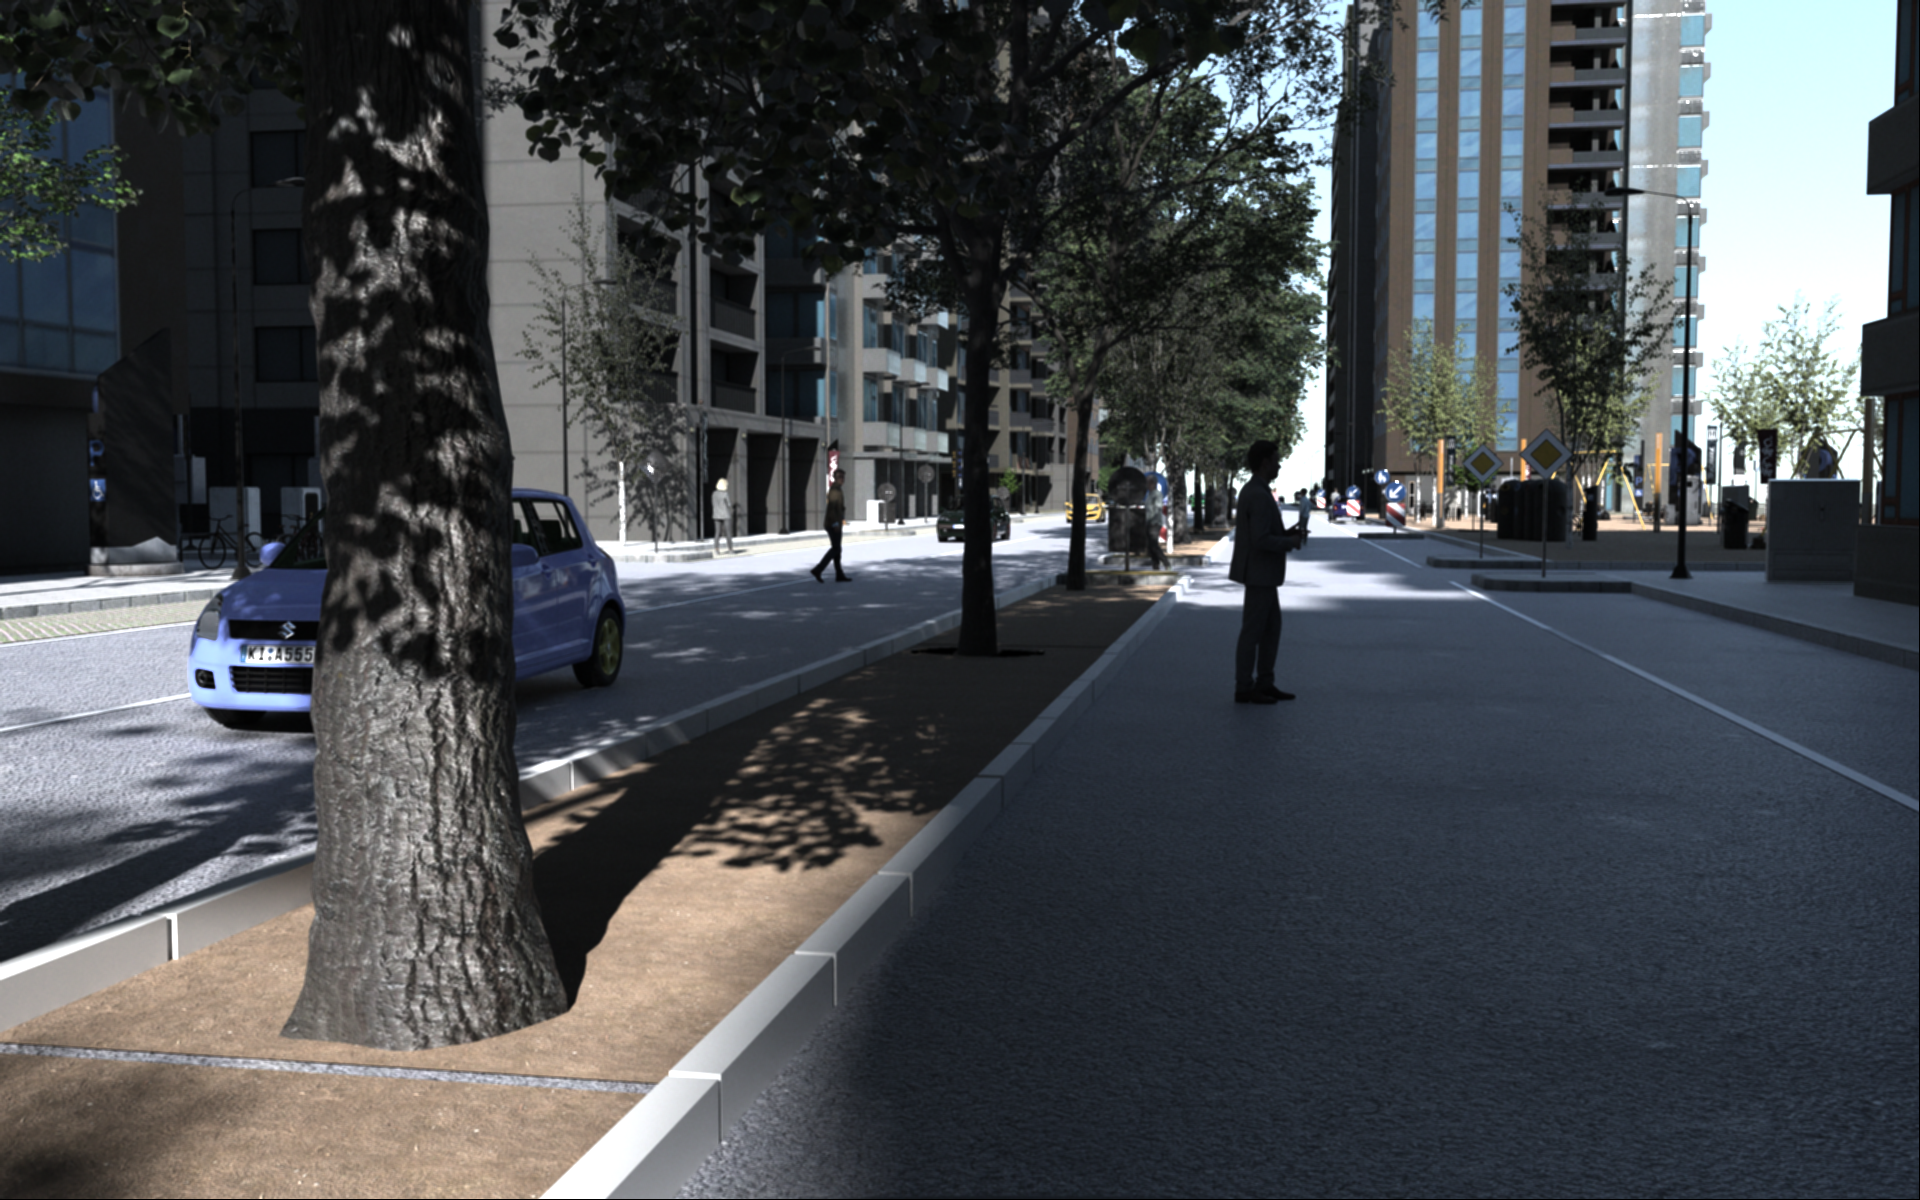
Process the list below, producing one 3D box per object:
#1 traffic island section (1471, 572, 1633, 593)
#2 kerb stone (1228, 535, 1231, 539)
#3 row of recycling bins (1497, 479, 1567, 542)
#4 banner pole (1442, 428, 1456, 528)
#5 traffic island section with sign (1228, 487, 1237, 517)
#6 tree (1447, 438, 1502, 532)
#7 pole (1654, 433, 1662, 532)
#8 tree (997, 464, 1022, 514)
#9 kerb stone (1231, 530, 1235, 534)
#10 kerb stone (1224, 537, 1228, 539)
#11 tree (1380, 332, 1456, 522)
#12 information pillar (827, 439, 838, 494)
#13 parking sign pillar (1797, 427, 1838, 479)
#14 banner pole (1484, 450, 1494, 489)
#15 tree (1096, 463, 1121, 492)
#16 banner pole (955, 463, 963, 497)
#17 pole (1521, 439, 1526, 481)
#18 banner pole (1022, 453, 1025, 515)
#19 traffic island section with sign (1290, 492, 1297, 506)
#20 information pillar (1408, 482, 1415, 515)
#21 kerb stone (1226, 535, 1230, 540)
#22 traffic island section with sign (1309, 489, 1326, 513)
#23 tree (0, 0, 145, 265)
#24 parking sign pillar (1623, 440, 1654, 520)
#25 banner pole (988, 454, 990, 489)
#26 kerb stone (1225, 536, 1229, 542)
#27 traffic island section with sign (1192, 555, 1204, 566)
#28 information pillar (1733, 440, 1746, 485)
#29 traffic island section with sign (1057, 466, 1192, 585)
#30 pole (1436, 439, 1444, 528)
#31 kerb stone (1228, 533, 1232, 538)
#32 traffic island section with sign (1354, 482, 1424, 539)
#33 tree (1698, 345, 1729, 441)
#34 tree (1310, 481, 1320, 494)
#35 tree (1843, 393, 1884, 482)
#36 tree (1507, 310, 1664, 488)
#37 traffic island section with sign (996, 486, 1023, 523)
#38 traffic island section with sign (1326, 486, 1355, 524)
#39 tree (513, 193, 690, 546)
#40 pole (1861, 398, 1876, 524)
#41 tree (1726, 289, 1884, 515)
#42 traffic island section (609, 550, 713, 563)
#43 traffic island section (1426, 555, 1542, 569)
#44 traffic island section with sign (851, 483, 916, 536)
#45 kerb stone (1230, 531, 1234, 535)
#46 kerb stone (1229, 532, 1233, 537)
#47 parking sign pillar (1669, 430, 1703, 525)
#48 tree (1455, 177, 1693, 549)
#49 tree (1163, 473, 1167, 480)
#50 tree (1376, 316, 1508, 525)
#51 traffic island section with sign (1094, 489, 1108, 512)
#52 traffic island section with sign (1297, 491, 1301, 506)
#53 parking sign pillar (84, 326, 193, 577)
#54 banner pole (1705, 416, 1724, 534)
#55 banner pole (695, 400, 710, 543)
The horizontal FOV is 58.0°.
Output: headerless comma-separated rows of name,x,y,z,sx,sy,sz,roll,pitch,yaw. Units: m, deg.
traffic island section,9.013,-0.270,26.693,2.009,0.180,2.903,1,4,10
kerb stone,7.876,-1.778,51.343,0.120,0.150,1.000,1,4,10
row of recycling bins,15.988,-2.519,48.303,1.069,1.692,3.534,0,4,-3
banner pole,18.487,-4.621,65.576,0.401,3.779,0.863,-1,4,-22
traffic island section with sign,17.135,-6.190,109.335,2.006,1.907,1.989,1,4,10
tree,17.498,-3.963,59.402,1.663,3.219,1.824,0,3,0
pole,23.343,-3.919,57.917,0.158,3.312,0.155,0,3,0
tree,3.254,-7.059,110.022,1.663,3.219,1.824,0,3,0
kerb stone,8.948,-2.153,57.390,0.120,0.150,1.000,1,4,10
kerb stone,7.341,-1.596,48.321,0.120,0.150,1.000,1,4,10
tree,20.840,-7.803,77.941,4.360,8.622,3.978,0,3,0
information pillar,-5.368,-5.006,73.210,0.504,3.616,0.183,1,4,15
parking sign pillar,33.702,-4.916,68.854,1.447,3.967,1.447,-3,5,-45
banner pole,29.879,-6.606,98.020,0.863,3.779,0.401,2,4,30
tree,17.205,-12.430,186.939,4.285,4.588,4.351,0,3,0
banner pole,-0.088,-7.480,112.309,0.863,3.779,0.401,-3,5,-43
pole,20.941,-4.316,64.406,0.158,3.312,0.155,0,3,0
banner pole,3.856,-7.060,105.452,0.401,3.779,0.863,0,4,-8
traffic island section with sign,41.929,-12.517,213.277,1.989,1.847,2.006,1,4,10
information pillar,27.099,-6.083,103.947,0.304,2.012,0.304,0,4,7
kerb stone,7.687,-1.721,50.338,0.120,0.150,1.000,1,4,10
traffic island section with sign,27.611,-7.603,132.932,1.989,1.847,2.006,1,4,10
tree,-12.228,-5.637,17.913,9.928,11.665,9.643,0,3,0
parking sign pillar,33.712,-5.964,85.981,1.447,3.967,1.447,1,4,21
banner pole,1.300,-6.477,95.921,0.863,3.779,0.401,-3,4,-37
kerb stone,7.517,-1.658,49.331,0.120,0.150,1.000,1,4,10
traffic island section with sign,3.965,-1.665,35.355,2.006,1.907,1.989,1,4,10
information pillar,33.675,-5.107,74.848,0.504,3.616,0.183,-1,4,-8
traffic island section with sign,2.656,-1.219,28.064,2.006,1.907,1.989,1,4,10
pole,17.931,-4.333,64.682,0.158,3.312,0.155,0,3,0
kerb stone,8.237,-1.906,53.355,0.120,0.150,1.000,1,4,10
traffic island section with sign,13.921,-2.899,56.024,1.989,1.847,2.006,1,4,10
tree,36.468,-7.956,80.441,4.737,8.622,4.395,0,3,0
tree,49.065,-14.952,239.065,1.663,3.219,1.824,0,3,0
tree,45.797,-8.229,84.899,4.360,8.622,3.978,0,3,0
tree,25.119,-7.218,68.379,4.737,8.622,4.395,0,3,0
traffic island section with sign,2.122,-4.768,86.583,1.989,1.847,2.006,1,4,10
traffic island section with sign,18.773,-4.568,83.310,1.989,1.847,2.006,1,4,10
tree,-8.397,-5.606,42.013,4.360,8.622,3.978,0,3,0
pole,19.360,-2.635,36.931,0.158,3.312,0.155,0,3,0
tree,30.783,-6.887,62.970,4.737,8.622,4.395,0,3,0
traffic island section,-6.609,-0.936,37.581,2.009,0.180,2.903,1,4,10
traffic island section,10.414,-0.751,34.555,2.009,0.180,2.903,1,4,10
traffic island section with sign,-2.600,-3.145,60.043,1.989,1.847,2.006,1,4,10
kerb stone,8.594,-2.025,55.377,0.120,0.150,1.000,1,4,10
kerb stone,8.413,-1.962,54.367,0.120,0.150,1.000,1,4,10
parking sign pillar,30.164,-5.111,72.043,1.447,3.967,1.447,-2,4,-26
tree,14.361,-5.496,40.227,4.360,8.622,3.978,0,3,0
tree,31.562,-17.490,269.679,4.285,4.588,4.351,0,3,0
tree,19.291,-7.356,70.634,4.737,8.622,4.395,0,3,0
traffic island section with sign,10.902,-7.783,135.885,1.989,1.847,2.006,1,4,10
traffic island section with sign,32.385,-9.237,159.659,1.989,1.847,2.006,1,4,10
parking sign pillar,-13.121,-2.382,27.419,1.447,3.967,1.447,2,4,23
banner pole,24.274,-4.017,55.702,0.863,3.779,0.401,-2,4,-25
banner pole,-6.827,-3.434,46.169,0.401,3.779,0.863,0,4,7
